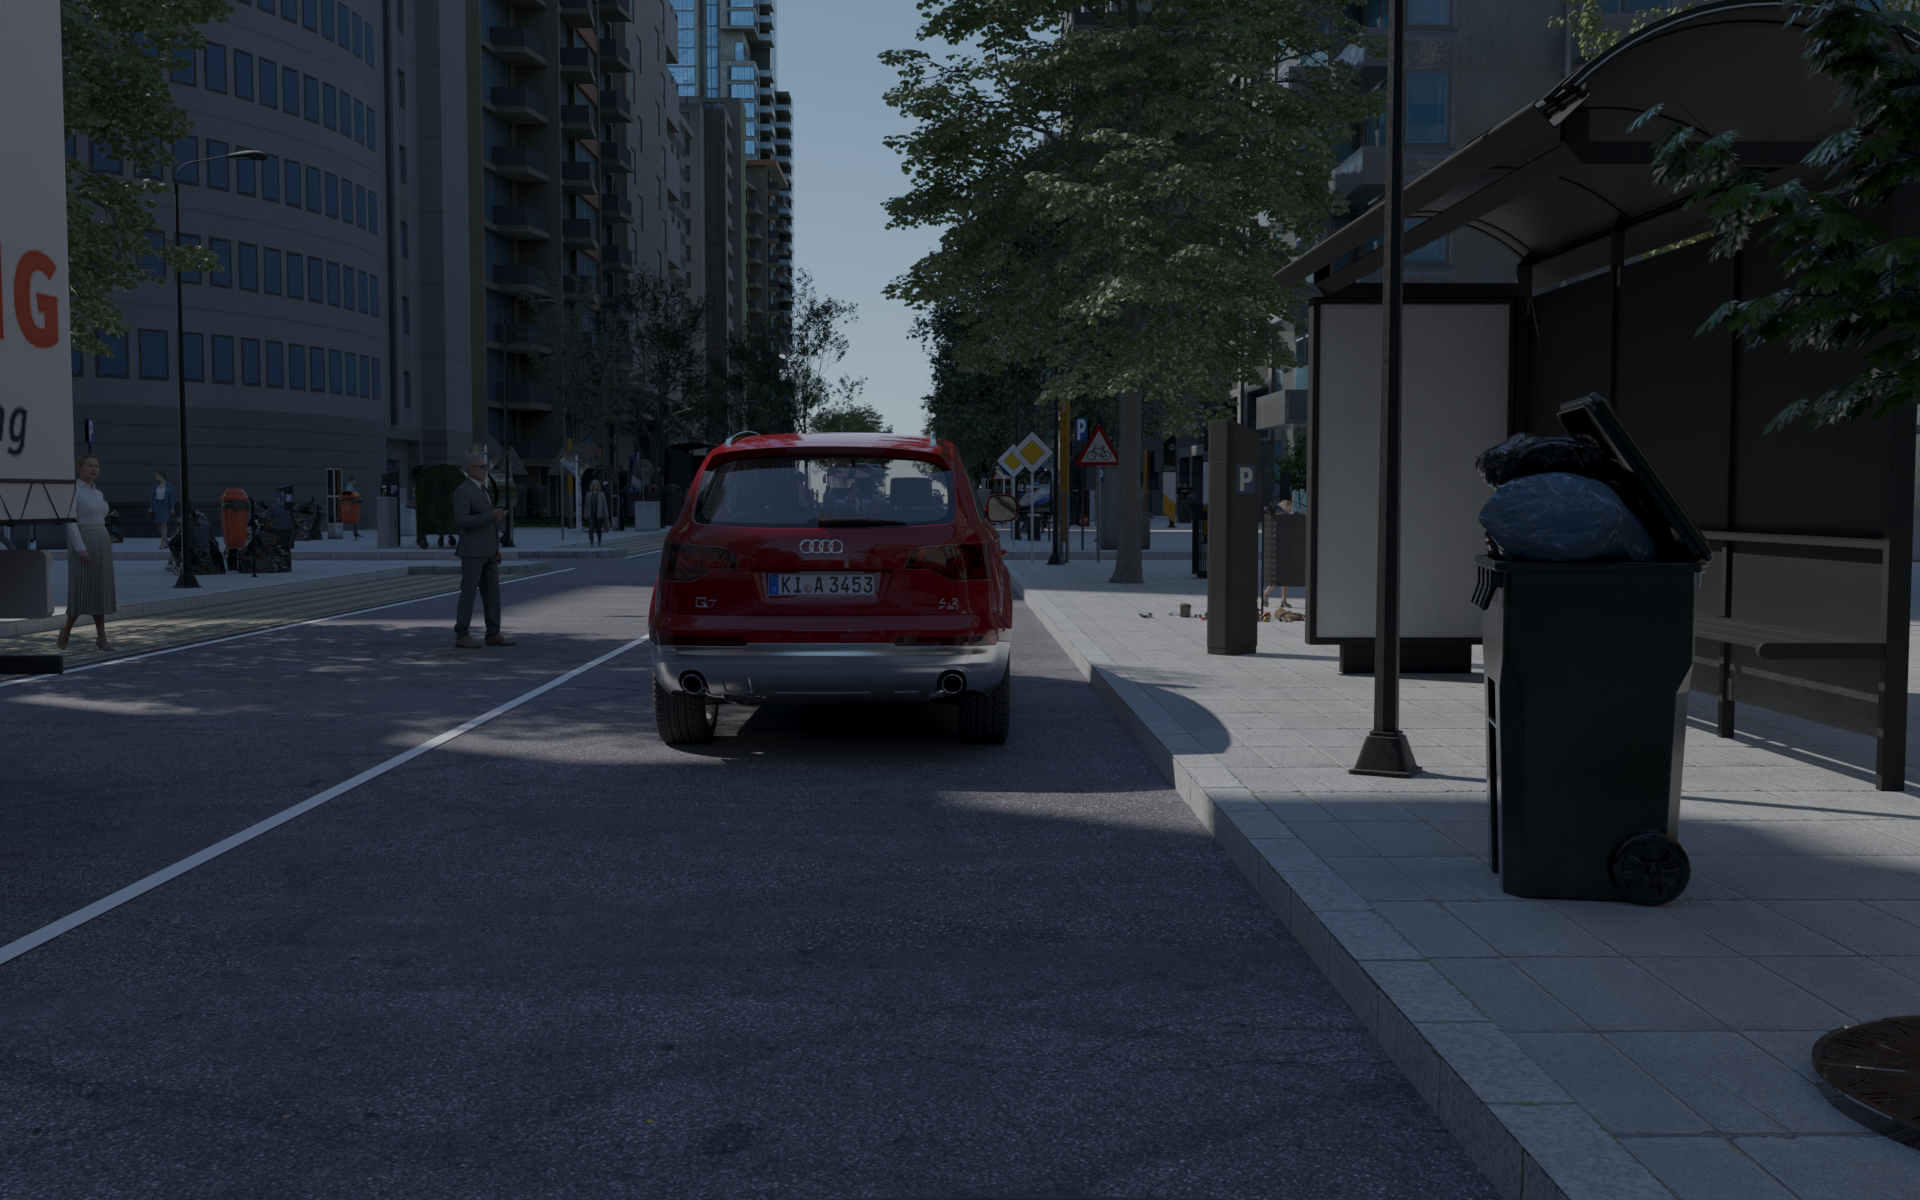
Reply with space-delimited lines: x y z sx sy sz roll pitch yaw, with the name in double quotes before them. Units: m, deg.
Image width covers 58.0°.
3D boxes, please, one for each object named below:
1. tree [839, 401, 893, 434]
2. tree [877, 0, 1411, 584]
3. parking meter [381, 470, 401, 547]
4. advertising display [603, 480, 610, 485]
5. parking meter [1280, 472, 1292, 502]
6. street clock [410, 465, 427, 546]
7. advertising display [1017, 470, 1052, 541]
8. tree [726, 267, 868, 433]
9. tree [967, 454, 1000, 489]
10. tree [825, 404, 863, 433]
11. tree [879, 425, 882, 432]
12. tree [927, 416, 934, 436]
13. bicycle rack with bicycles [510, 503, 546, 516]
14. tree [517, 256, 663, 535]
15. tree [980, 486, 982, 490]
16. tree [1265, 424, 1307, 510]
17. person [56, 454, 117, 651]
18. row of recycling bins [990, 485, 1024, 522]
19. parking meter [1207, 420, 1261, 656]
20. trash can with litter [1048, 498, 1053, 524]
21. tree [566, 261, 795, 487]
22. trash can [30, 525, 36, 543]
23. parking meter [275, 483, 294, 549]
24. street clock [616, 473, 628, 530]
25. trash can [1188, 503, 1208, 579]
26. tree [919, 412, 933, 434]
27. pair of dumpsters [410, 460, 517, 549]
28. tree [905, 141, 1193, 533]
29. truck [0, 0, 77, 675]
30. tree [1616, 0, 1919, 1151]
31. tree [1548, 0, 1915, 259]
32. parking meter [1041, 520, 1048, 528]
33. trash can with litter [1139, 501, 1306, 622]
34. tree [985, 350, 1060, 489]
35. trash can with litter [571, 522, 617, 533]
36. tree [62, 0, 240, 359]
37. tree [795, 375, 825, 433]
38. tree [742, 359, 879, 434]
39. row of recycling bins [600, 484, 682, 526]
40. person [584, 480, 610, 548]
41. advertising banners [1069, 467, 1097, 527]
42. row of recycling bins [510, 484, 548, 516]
"tree" -13.529 -20.169 236.416 9.857 13.997 8.962 0 3 0
"tree" 2.465 -6.540 25.060 7.486 12.596 7.792 0 3 0
"parking meter" -13.876 -2.232 42.208 0.255 1.863 0.399 3 4 38
"advertising display" -16.816 -4.722 82.425 0.123 1.923 0.974 -2 4 -25
"parking meter" 8.630 -2.456 45.868 0.255 1.863 0.399 2 4 24
"street clock" -13.454 -2.365 43.237 0.471 2.002 0.358 -3 4 -37
"advertising display" 2.037 -2.584 47.455 0.974 1.923 0.123 1 4 16
"tree" -14.044 -17.846 147.670 12.611 20.169 13.585 0 3 0
"tree" 2.047 -7.712 109.798 4.285 4.588 4.351 0 3 0
"tree" -12.850 -14.960 179.011 8.767 10.594 7.601 0 4 6
"tree" -14.101 -17.105 205.429 9.928 11.665 9.643 0 3 0
"tree" 0.777 -14.277 159.187 9.928 11.665 9.643 0 3 0
"bicycle rack with bicycles" -17.787 -3.444 69.696 2.852 0.926 2.925 -1 4 -9
"tree" -11.753 -6.353 54.232 4.360 8.622 3.978 0 3 0
"tree" 1.840 -7.660 119.846 1.663 3.219 1.824 0 3 0
"tree" 9.335 -3.247 47.682 1.663 3.219 1.824 0 3 0
"person" -7.965 -0.428 15.728 0.641 1.798 0.478 2 4 26
"row of recycling bins" 2.305 -4.580 81.996 1.069 1.692 3.534 -1 4 -17
"parking meter" 2.194 -0.499 13.876 0.399 1.863 0.255 -3 5 -42
"trash can with litter" 4.535 -3.933 75.369 2.233 1.210 1.678 -1 4 -19
"tree" -12.638 -8.315 70.364 8.767 10.594 7.601 2 4 29
"trash can" -24.636 -2.073 45.548 0.748 1.137 0.748 0 3 0
"parking meter" -15.881 -1.978 40.753 0.372 1.533 0.369 0 3 0
"street clock" -11.935 -3.453 61.023 0.471 2.002 0.358 0 4 -2
"trash can" 3.842 -0.903 26.419 0.748 1.137 0.748 0 3 0
"tree" -0.136 -17.676 199.365 12.009 13.543 11.850 0 3 0
"pair of dumpsters" -12.052 -2.425 42.146 1.574 2.255 4.437 0 4 -1
"tree" 2.438 -8.553 56.858 9.611 12.733 9.660 0 3 0
"truck" -5.564 -0.877 3.248 2.839 4.237 11.283 0 4 -2
"tree" 2.204 -0.545 3.510 1.663 3.219 1.824 0 3 0
"tree" 7.987 -4.097 17.352 4.737 8.622 4.395 0 3 0
"parking meter" 3.167 -3.679 65.871 0.399 1.863 0.255 0 4 -3
"trash can with litter" 2.997 -0.417 17.877 2.233 1.210 1.678 1 4 17
"tree" 2.535 -7.802 77.923 4.737 8.622 4.395 0 3 0
"trash can with litter" -12.230 -2.841 57.507 1.678 1.210 2.233 -1 4 -17
"tree" -11.561 -6.132 18.387 7.486 12.596 7.792 0 3 0
"tree" -12.391 -9.921 96.619 8.767 10.594 7.601 0 4 1
"tree" -12.700 -12.571 131.283 9.928 11.665 9.643 0 3 0
"row of recycling bins" -12.785 -3.795 69.154 3.534 1.692 1.069 -3 4 -38
"person" -9.234 -2.176 44.252 0.709 1.800 0.728 0 4 -4
"advertising banners" 4.862 -4.414 68.352 2.074 3.025 0.090 -1 4 -13
"row of recycling bins" -19.116 -4.036 73.100 3.534 1.692 1.069 -2 4 -34
